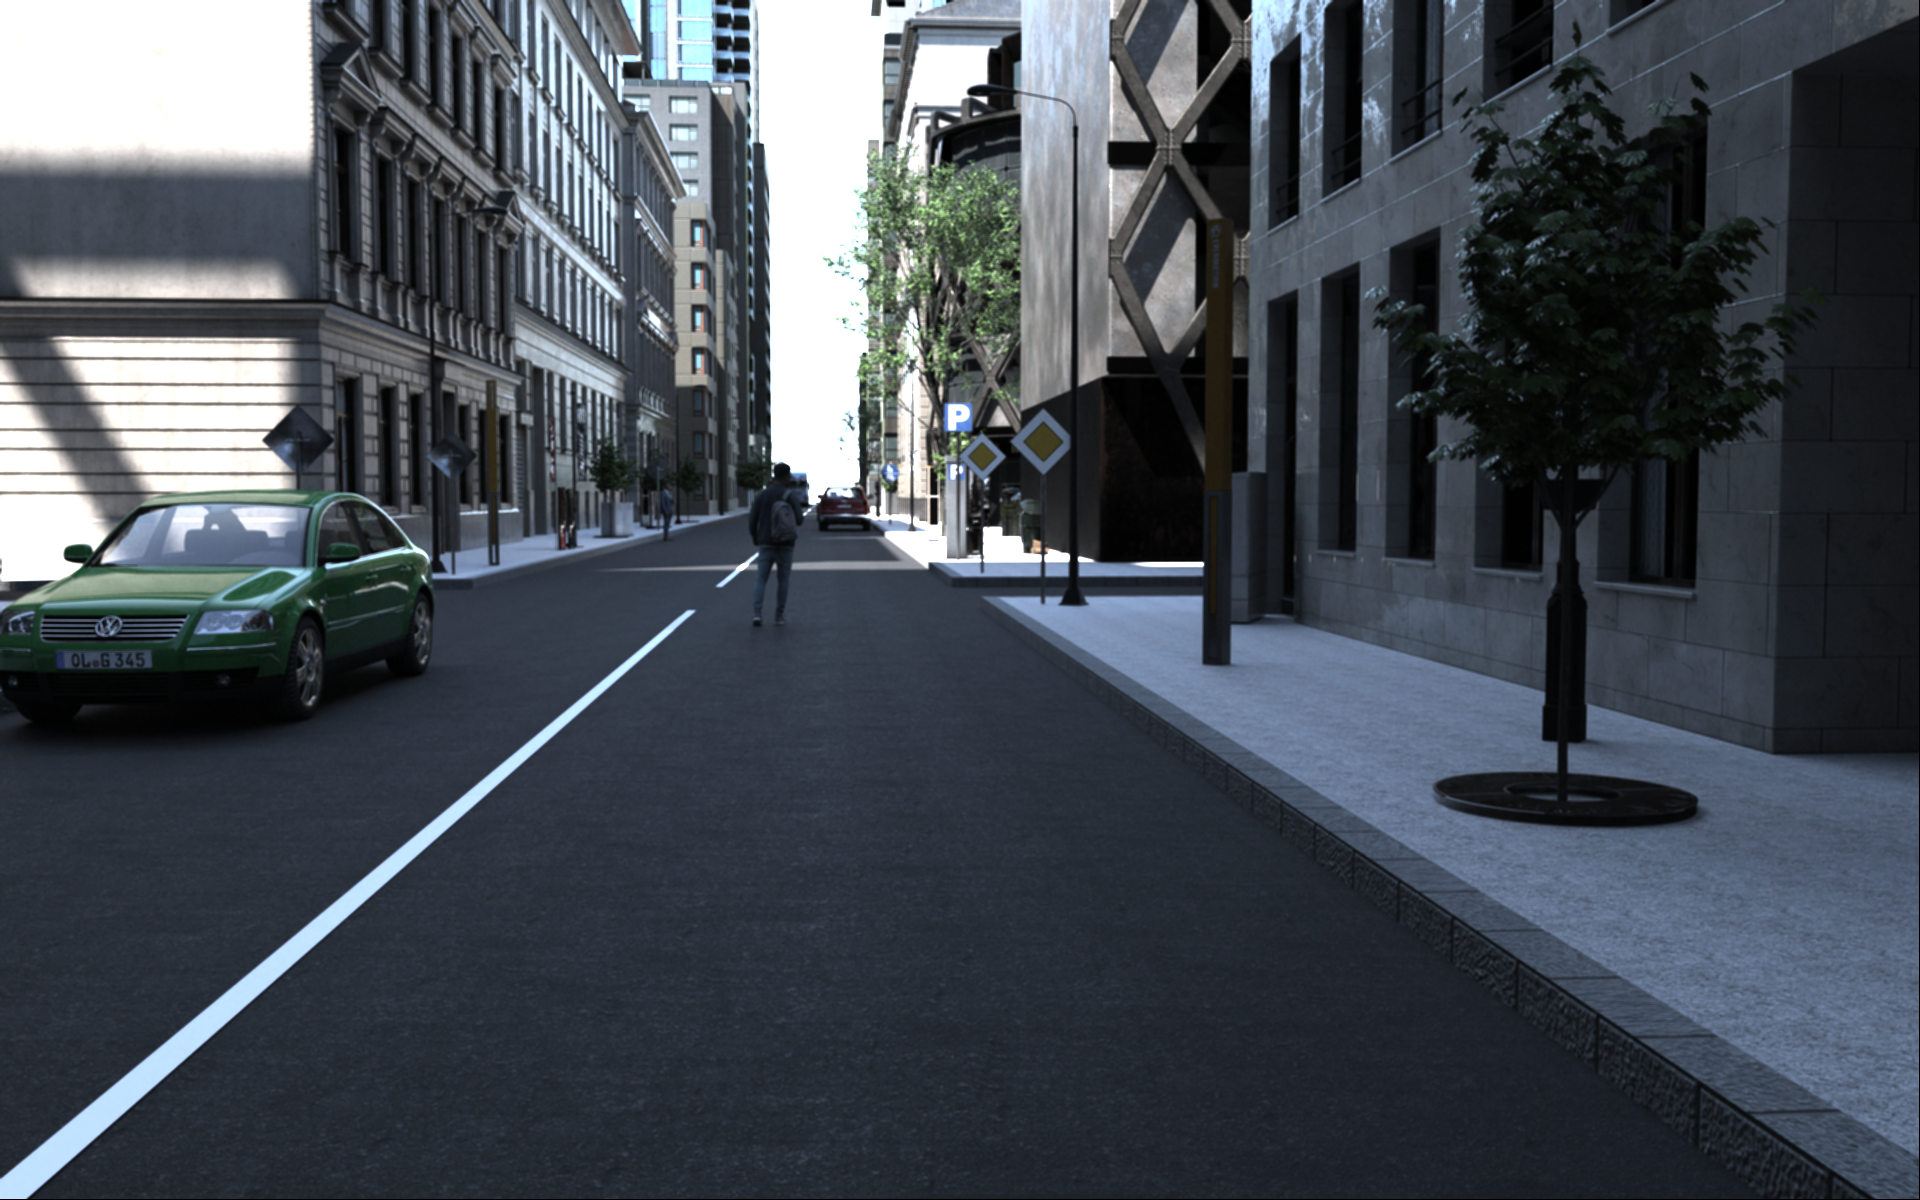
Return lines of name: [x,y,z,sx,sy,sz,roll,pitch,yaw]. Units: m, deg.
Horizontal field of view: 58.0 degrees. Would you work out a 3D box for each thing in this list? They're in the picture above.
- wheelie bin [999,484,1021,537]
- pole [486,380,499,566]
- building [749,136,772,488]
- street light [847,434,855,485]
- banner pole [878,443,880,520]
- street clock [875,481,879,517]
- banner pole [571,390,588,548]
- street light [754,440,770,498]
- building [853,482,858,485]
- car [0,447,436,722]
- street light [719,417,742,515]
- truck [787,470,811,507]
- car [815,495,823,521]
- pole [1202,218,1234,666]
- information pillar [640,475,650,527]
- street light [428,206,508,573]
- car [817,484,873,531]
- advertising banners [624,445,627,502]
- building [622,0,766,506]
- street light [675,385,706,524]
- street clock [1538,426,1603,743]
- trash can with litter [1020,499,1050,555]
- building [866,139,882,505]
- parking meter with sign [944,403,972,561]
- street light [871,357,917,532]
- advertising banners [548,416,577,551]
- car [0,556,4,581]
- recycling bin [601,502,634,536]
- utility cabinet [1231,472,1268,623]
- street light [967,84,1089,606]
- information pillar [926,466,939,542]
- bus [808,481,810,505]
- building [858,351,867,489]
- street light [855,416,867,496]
wheelie bin: [1.607,-2.697,52.002,0.980,1.594,0.693,1,4,21]
pole: [-8.389,-2.277,31.077,0.158,3.312,0.155,0,3,0]
building: [-35.752,-36.880,226.694,21.300,48.544,21.600,0,4,-4]
street light: [-7.822,-9.903,134.458,1.470,5.913,1.316,0,4,-4]
banner pole: [-3.966,-5.795,84.768,0.401,3.779,0.863,0,4,-6]
street clock: [-4.538,-5.542,95.176,0.358,2.002,0.471,0,4,2]
banner pole: [-9.205,-3.169,41.828,0.401,3.779,0.863,1,4,16]
street light: [-17.194,-10.823,149.493,1.470,5.913,1.316,0,4,-4]
building: [0.643,-34.211,251.230,32.217,40.220,23.993,0,4,-4]
car: [-5.068,-0.215,12.316,1.959,1.807,4.718,0,4,-3]
street light: [-13.826,-8.057,104.265,1.470,5.913,1.316,0,4,-4]
truck: [-18.641,-12.791,198.884,2.967,4.110,18.799,0,4,-5]
car: [-6.797,-5.090,93.014,2.009,1.686,4.222,0,4,-3]
pole: [1.933,-1.169,12.951,0.158,3.312,0.155,0,3,0]
information pillar: [-12.391,-3.886,68.035,0.304,2.012,0.304,-2,4,-27]
street light: [-7.998,-3.397,28.085,1.470,5.913,1.316,0,4,-4]
car: [-4.602,-3.707,69.286,2.281,1.827,5.304,0,4,-3]
advertising banners: [-10.651,-3.609,55.193,0.090,3.025,2.074,-1,4,-10]
building: [-33.597,-54.232,199.372,22.319,86.520,31.000,0,4,-4]
street light: [-11.480,-6.191,73.759,1.470,5.913,1.316,0,4,-4]
street clock: [3.153,-0.270,8.978,0.358,2.002,0.471,2,4,30]
trash can with litter: [1.669,-1.558,36.855,0.624,1.170,1.055,-1,4,-16]
building: [-3.911,-31.744,202.616,14.154,41.232,14.086,0,4,-4]
parking meter with sign: [-0.054,-2.317,34.138,0.543,3.016,1.738,0,4,-1]
street light: [-2.145,-5.219,57.868,1.470,5.913,1.316,0,4,-4]
advertising banners: [-9.132,-2.663,39.722,0.090,3.025,2.074,0,4,3]
car: [-15.792,-0.732,23.760,4.920,1.459,2.131,0,4,-4]
recycling bin: [-10.411,-2.449,52.601,0.722,1.027,0.722,3,5,42]
utility cabinet: [2.871,-0.544,17.571,0.318,1.500,1.173,1,4,19]
street light: [0.777,-2.893,19.848,1.470,5.913,1.316,0,4,-4]
information pillar: [-0.719,-2.538,45.996,0.304,2.012,0.304,-1,4,-12]
bus: [-20.371,-13.739,219.484,2.948,3.499,13.247,0,4,-4]
building: [0.847,-23.260,225.344,27.650,21.520,28.899,0,4,-4]
street light: [-5.338,-7.950,102.516,1.470,5.913,1.316,0,4,-4]
